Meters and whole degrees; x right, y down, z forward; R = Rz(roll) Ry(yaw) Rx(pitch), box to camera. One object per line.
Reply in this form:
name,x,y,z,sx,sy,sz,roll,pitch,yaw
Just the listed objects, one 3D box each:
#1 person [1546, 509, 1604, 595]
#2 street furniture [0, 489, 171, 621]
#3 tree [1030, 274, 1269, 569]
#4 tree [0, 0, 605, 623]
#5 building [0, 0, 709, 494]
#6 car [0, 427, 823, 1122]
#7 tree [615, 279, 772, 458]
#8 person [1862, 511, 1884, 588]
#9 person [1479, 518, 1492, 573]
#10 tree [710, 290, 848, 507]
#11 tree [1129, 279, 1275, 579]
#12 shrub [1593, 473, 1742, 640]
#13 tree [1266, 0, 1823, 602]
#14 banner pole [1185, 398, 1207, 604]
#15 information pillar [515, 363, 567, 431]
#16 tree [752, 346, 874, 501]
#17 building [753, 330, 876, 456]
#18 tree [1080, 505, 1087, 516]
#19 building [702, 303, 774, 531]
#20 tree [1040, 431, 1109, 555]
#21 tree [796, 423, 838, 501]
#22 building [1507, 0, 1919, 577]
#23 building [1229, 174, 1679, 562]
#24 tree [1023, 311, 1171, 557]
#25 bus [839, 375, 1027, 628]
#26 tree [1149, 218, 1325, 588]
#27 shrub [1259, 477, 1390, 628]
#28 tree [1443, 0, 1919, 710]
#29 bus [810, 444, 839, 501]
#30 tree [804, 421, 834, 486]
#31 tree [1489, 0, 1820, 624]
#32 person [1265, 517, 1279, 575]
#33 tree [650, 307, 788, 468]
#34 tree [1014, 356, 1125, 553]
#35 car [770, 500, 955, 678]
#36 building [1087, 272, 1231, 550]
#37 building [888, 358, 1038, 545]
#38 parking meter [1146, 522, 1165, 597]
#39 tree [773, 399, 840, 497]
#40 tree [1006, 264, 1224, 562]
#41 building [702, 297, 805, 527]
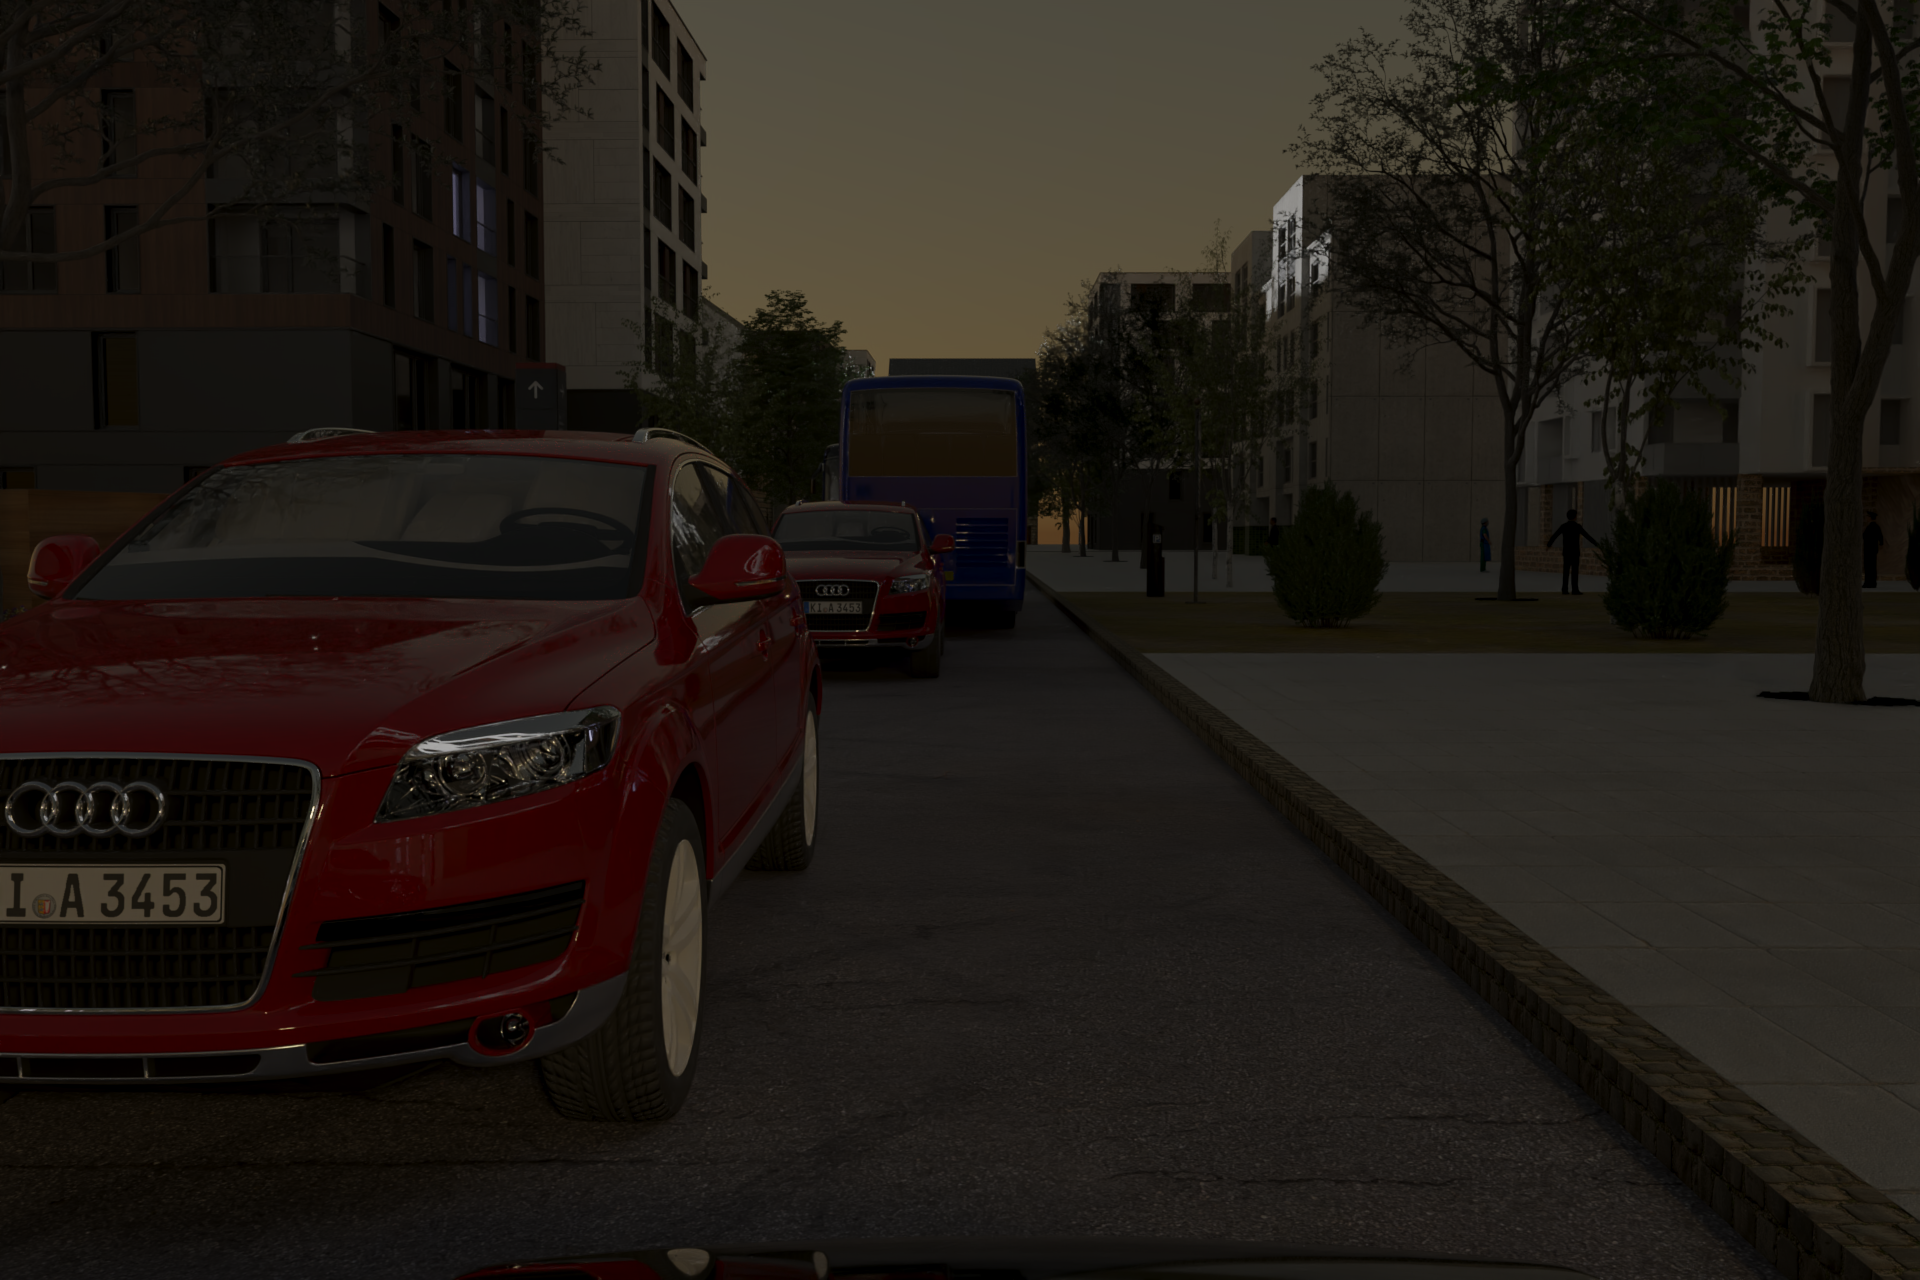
person,12.956,-1.863,36.651,0.705,1.806,1.347,-3,4,-38
street furniture,-10.155,-0.714,18.535,11.010,1.723,9.812,1,4,17
tree,6.739,-7.872,63.124,8.767,10.594,7.601,0,4,-1
tree,-8.875,-6.414,15.237,12.009,13.543,11.850,0,3,0
building,-25.213,-13.158,59.109,27.936,21.610,32.646,0,4,1
car,-1.655,0.168,5.923,2.281,1.827,5.304,0,4,1
tree,-7.950,-6.151,50.938,4.737,8.622,4.395,0,3,0
person,21.581,-2.151,41.097,1.347,1.837,0.705,-2,4,-34
person,17.469,-3.148,57.594,0.704,1.817,1.347,1,4,9
tree,-8.187,-9.978,81.266,7.486,12.596,7.792,0,3,0
tree,7.024,-6.031,48.964,4.737,8.622,4.395,0,3,0
shrub,8.640,-1.028,21.226,1.690,2.028,1.600,0,3,0
tree,10.605,-7.491,32.843,12.009,13.543,11.850,0,3,0
banner pole,4.356,-2.550,31.710,0.401,3.779,0.863,0,4,2
information pillar,-6.388,-2.272,26.524,0.750,3.857,0.750,0,4,0
tree,-7.906,-10.209,92.669,9.928,11.665,9.643,0,3,0
building,-24.279,-21.173,190.151,27.936,21.610,32.646,0,4,1
tree,18.151,-17.113,214.212,7.601,10.594,8.767,1,4,9
building,-25.648,-18.995,141.497,19.493,23.208,18.063,0,4,1
tree,7.301,-9.622,107.685,4.737,8.622,4.395,0,3,0
tree,-8.541,-11.577,123.690,7.601,10.594,8.767,0,4,-2
building,24.549,-12.433,59.706,16.016,20.090,11.380,0,4,1
building,25.285,-13.911,93.900,16.747,18.905,31.486,0,4,1
tree,6.766,-11.390,96.589,12.009,13.543,11.850,0,3,0
bus,-0.295,-2.301,29.173,2.896,3.916,12.251,0,4,1
tree,6.238,-5.566,41.368,4.360,8.622,3.978,0,3,0
shrub,5.005,-1.207,23.773,1.661,2.075,1.752,0,3,0
tree,6.901,-5.330,12.900,9.928,11.665,9.643,0,3,0
bus,-1.906,-3.309,45.656,2.896,3.916,12.251,0,4,1
tree,-7.697,-9.370,103.568,4.737,8.622,4.395,0,3,0
tree,9.590,-4.529,24.415,4.737,8.622,4.395,0,3,0
person,9.698,-2.906,53.744,0.704,1.802,1.346,1,4,22
tree,-8.135,-6.522,56.995,4.737,8.622,4.395,0,3,0
tree,7.181,-12.952,118.412,9.857,13.997,8.962,0,3,0
car,-1.192,-0.626,18.909,2.281,1.827,5.304,0,4,0
building,24.939,-18.818,151.653,27.936,21.610,32.646,0,4,0
building,0.306,-23.347,215.116,18.063,23.208,19.493,0,4,0
parking meter,3.998,-1.648,35.361,0.372,1.533,0.369,0,3,0
tree,-8.649,-10.845,111.727,8.767,10.594,7.601,1,4,22
tree,7.094,-10.364,79.818,12.009,13.543,11.850,0,3,0
building,-24.258,-20.119,159.877,19.493,23.208,18.063,0,4,0
